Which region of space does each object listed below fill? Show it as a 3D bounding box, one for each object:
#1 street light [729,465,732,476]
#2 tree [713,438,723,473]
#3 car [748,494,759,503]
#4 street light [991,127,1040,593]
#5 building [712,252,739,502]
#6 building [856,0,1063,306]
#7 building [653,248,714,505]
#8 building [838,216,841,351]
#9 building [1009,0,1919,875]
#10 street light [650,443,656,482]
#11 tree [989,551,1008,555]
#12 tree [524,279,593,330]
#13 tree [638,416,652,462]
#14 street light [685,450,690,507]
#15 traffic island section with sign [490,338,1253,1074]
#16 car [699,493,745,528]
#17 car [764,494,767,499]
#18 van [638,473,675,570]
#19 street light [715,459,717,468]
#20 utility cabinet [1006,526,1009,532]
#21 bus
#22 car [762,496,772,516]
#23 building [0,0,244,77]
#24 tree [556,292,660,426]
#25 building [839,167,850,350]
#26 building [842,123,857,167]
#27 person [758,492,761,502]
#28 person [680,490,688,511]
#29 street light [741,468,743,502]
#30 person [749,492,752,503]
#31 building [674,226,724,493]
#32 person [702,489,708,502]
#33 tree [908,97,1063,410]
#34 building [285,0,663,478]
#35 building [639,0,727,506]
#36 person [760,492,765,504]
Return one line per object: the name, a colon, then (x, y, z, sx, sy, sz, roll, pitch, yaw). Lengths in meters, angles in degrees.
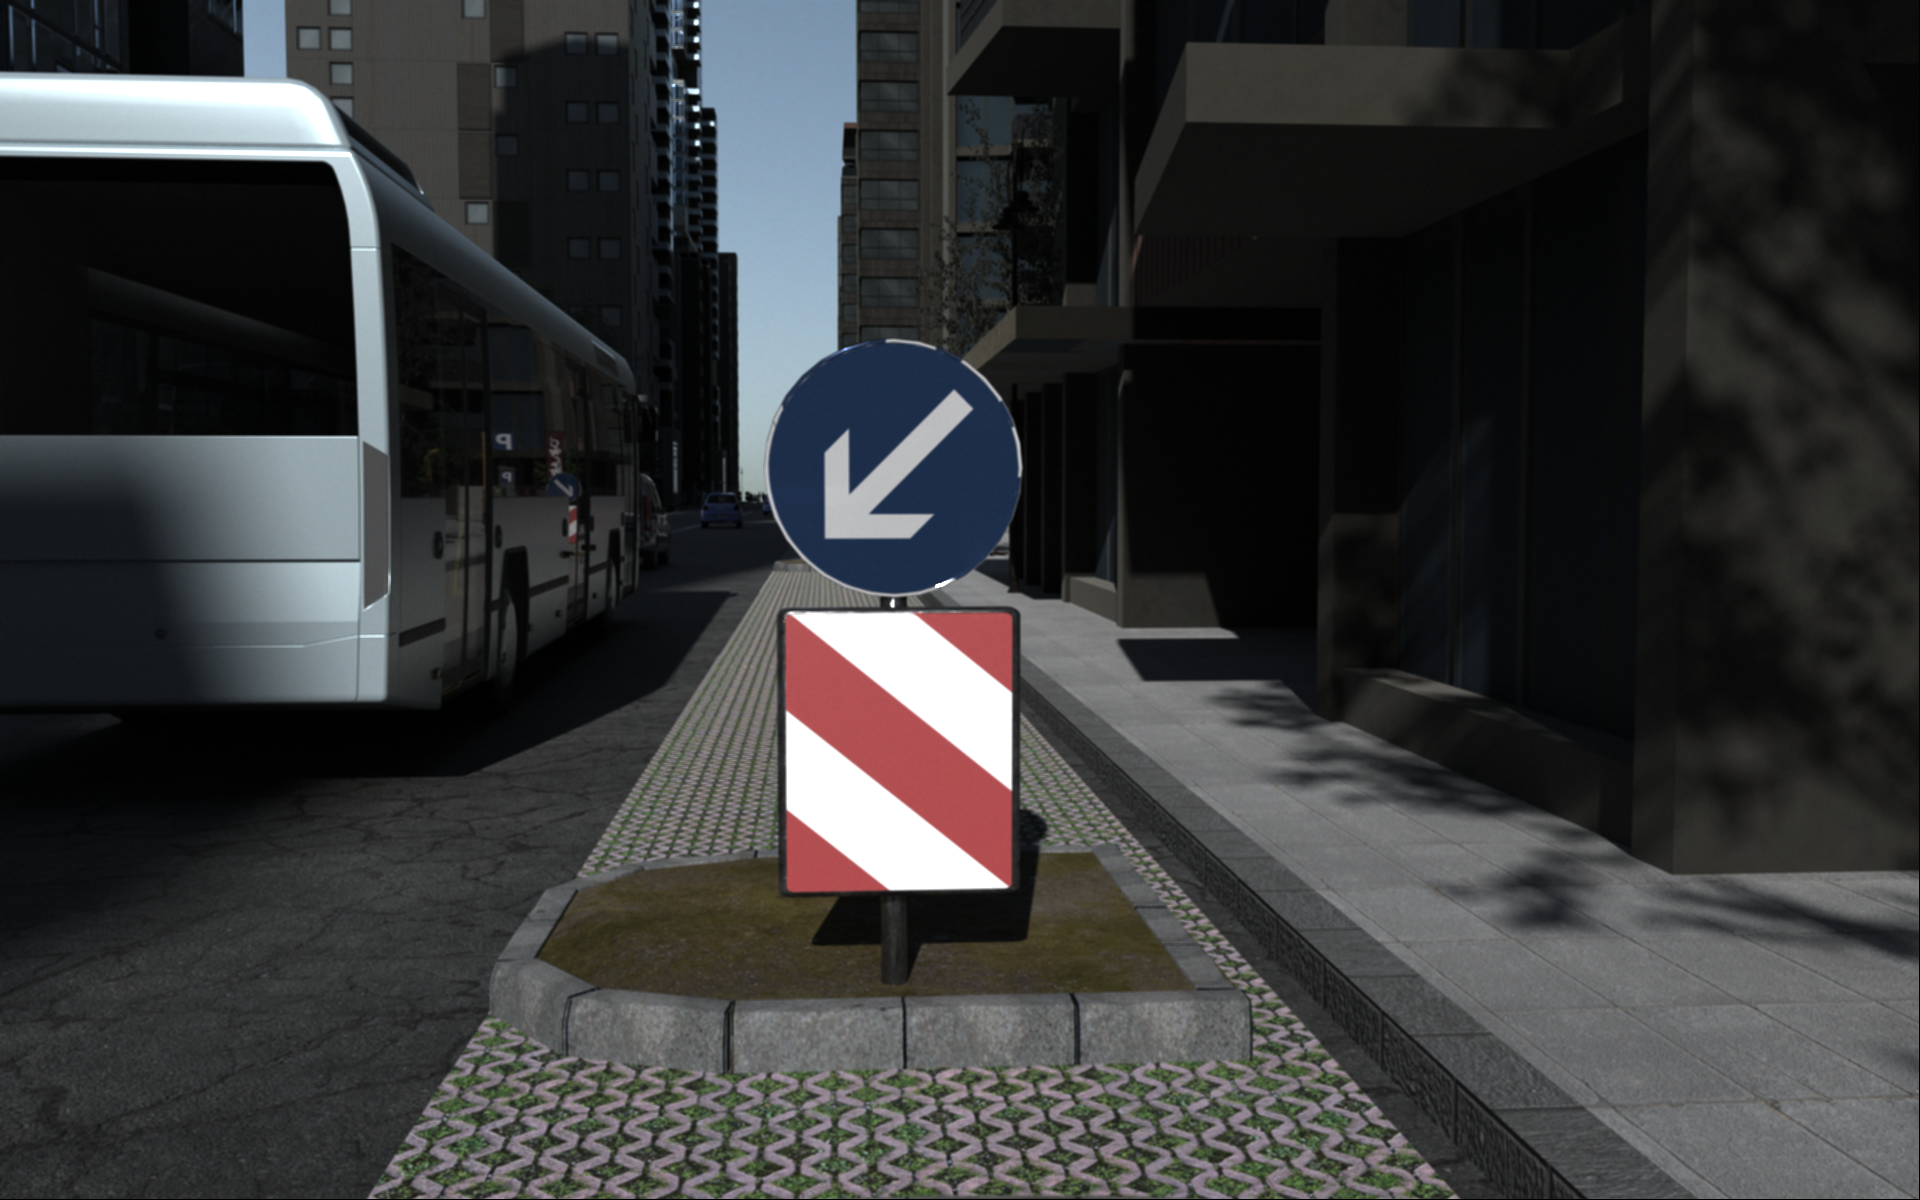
street light: (-34.418, -17.574, 260.129, 0.468, 5.910, 1.993, 0, 4, -5)
tree: (-31.513, -16.256, 216.152, 4.737, 8.622, 4.395, 0, 3, 0)
car: (-34.616, -17.029, 290.428, 2.014, 1.417, 4.499, 0, 4, -5)
street light: (0.705, -3.032, 22.357, 0.468, 5.910, 1.993, 0, 4, -5)
building: (-43.854, -36.772, 284.819, 14.154, 41.232, 14.086, 0, 4, -5)
building: (1.206, -19.919, 97.381, 14.160, 30.474, 14.107, 0, 4, -5)
building: (-36.642, -26.454, 204.216, 14.160, 30.474, 14.107, 0, 4, -5)
building: (-11.010, -35.045, 256.571, 14.154, 41.232, 14.086, 0, 4, -5)
building: (11.332, -21.950, 13.501, 22.147, 44.769, 28.867, 0, 4, -5)
street light: (-24.990, -10.304, 141.264, 0.468, 5.910, 1.993, 0, 4, -5)
tree: (0.647, -2.586, 36.879, 1.663, 3.219, 1.824, 0, 3, 0)
tree: (-22.456, -10.645, 92.165, 7.486, 12.596, 7.792, 0, 3, 0)
tree: (-24.295, -10.678, 124.948, 4.360, 8.622, 3.978, 0, 3, 0)
street light: (-27.860, -12.479, 176.820, 0.468, 5.910, 1.993, 0, 4, -5)
traffic island section with sign: (-0.331, 0.209, 5.213, 1.989, 1.847, 2.006, 0, 4, -5)
car: (-10.125, -3.922, 73.723, 1.945, 1.707, 3.694, 0, 4, -6)
car: (-29.018, -15.632, 264.627, 2.155, 1.783, 4.494, 0, 4, -5)
van: (-6.681, -1.660, 34.145, 2.013, 2.044, 4.112, 0, 4, -4)
street light: (-31.695, -15.416, 224.838, 0.468, 5.910, 1.993, 0, 4, -5)
utility cabinet: (1.528, -3.008, 57.857, 1.173, 1.500, 0.318, 1, 4, 20)
bus: (-4.437, -1.183, 14.199, 2.948, 3.499, 13.247, 0, 4, -5)
car: (-12.386, -6.564, 116.907, 1.945, 1.707, 3.694, 0, 4, -4)
building: (-33.342, -44.801, 45.166, 31.000, 86.520, 22.319, 0, 4, -5)
tree: (-23.284, -11.869, 104.435, 12.009, 13.543, 11.850, 0, 3, 0)
building: (-3.673, -23.519, 156.239, 14.160, 30.474, 14.107, 0, 4, -5)
building: (-2.694, -33.525, 202.754, 22.147, 44.769, 28.867, 0, 4, -5)
person: (-34.476, -17.637, 296.731, 0.599, 1.838, 0.709, 1, 4, 10)
person: (-23.016, -8.281, 144.343, 0.683, 1.767, 0.568, -1, 4, -14)
street light: (-37.235, -19.746, 295.626, 0.468, 5.910, 1.993, 0, 4, -5)
person: (-32.389, -15.824, 268.146, 0.541, 1.710, 0.530, 0, 4, -2)
building: (-48.509, -33.149, 233.863, 32.217, 40.220, 23.993, 0, 4, -5)
person: (-18.566, -7.207, 126.352, 0.620, 1.820, 0.660, 1, 4, 16)
tree: (0.961, -4.970, 31.620, 4.360, 8.622, 3.978, 0, 3, 0)
building: (-40.931, -34.379, 151.331, 28.713, 52.752, 27.495, 0, 4, -5)
building: (-46.356, -57.976, 260.585, 22.319, 86.520, 31.000, 0, 4, -5)
person: (-29.615, -15.311, 259.366, 0.750, 1.759, 0.617, -2, 4, -32)
